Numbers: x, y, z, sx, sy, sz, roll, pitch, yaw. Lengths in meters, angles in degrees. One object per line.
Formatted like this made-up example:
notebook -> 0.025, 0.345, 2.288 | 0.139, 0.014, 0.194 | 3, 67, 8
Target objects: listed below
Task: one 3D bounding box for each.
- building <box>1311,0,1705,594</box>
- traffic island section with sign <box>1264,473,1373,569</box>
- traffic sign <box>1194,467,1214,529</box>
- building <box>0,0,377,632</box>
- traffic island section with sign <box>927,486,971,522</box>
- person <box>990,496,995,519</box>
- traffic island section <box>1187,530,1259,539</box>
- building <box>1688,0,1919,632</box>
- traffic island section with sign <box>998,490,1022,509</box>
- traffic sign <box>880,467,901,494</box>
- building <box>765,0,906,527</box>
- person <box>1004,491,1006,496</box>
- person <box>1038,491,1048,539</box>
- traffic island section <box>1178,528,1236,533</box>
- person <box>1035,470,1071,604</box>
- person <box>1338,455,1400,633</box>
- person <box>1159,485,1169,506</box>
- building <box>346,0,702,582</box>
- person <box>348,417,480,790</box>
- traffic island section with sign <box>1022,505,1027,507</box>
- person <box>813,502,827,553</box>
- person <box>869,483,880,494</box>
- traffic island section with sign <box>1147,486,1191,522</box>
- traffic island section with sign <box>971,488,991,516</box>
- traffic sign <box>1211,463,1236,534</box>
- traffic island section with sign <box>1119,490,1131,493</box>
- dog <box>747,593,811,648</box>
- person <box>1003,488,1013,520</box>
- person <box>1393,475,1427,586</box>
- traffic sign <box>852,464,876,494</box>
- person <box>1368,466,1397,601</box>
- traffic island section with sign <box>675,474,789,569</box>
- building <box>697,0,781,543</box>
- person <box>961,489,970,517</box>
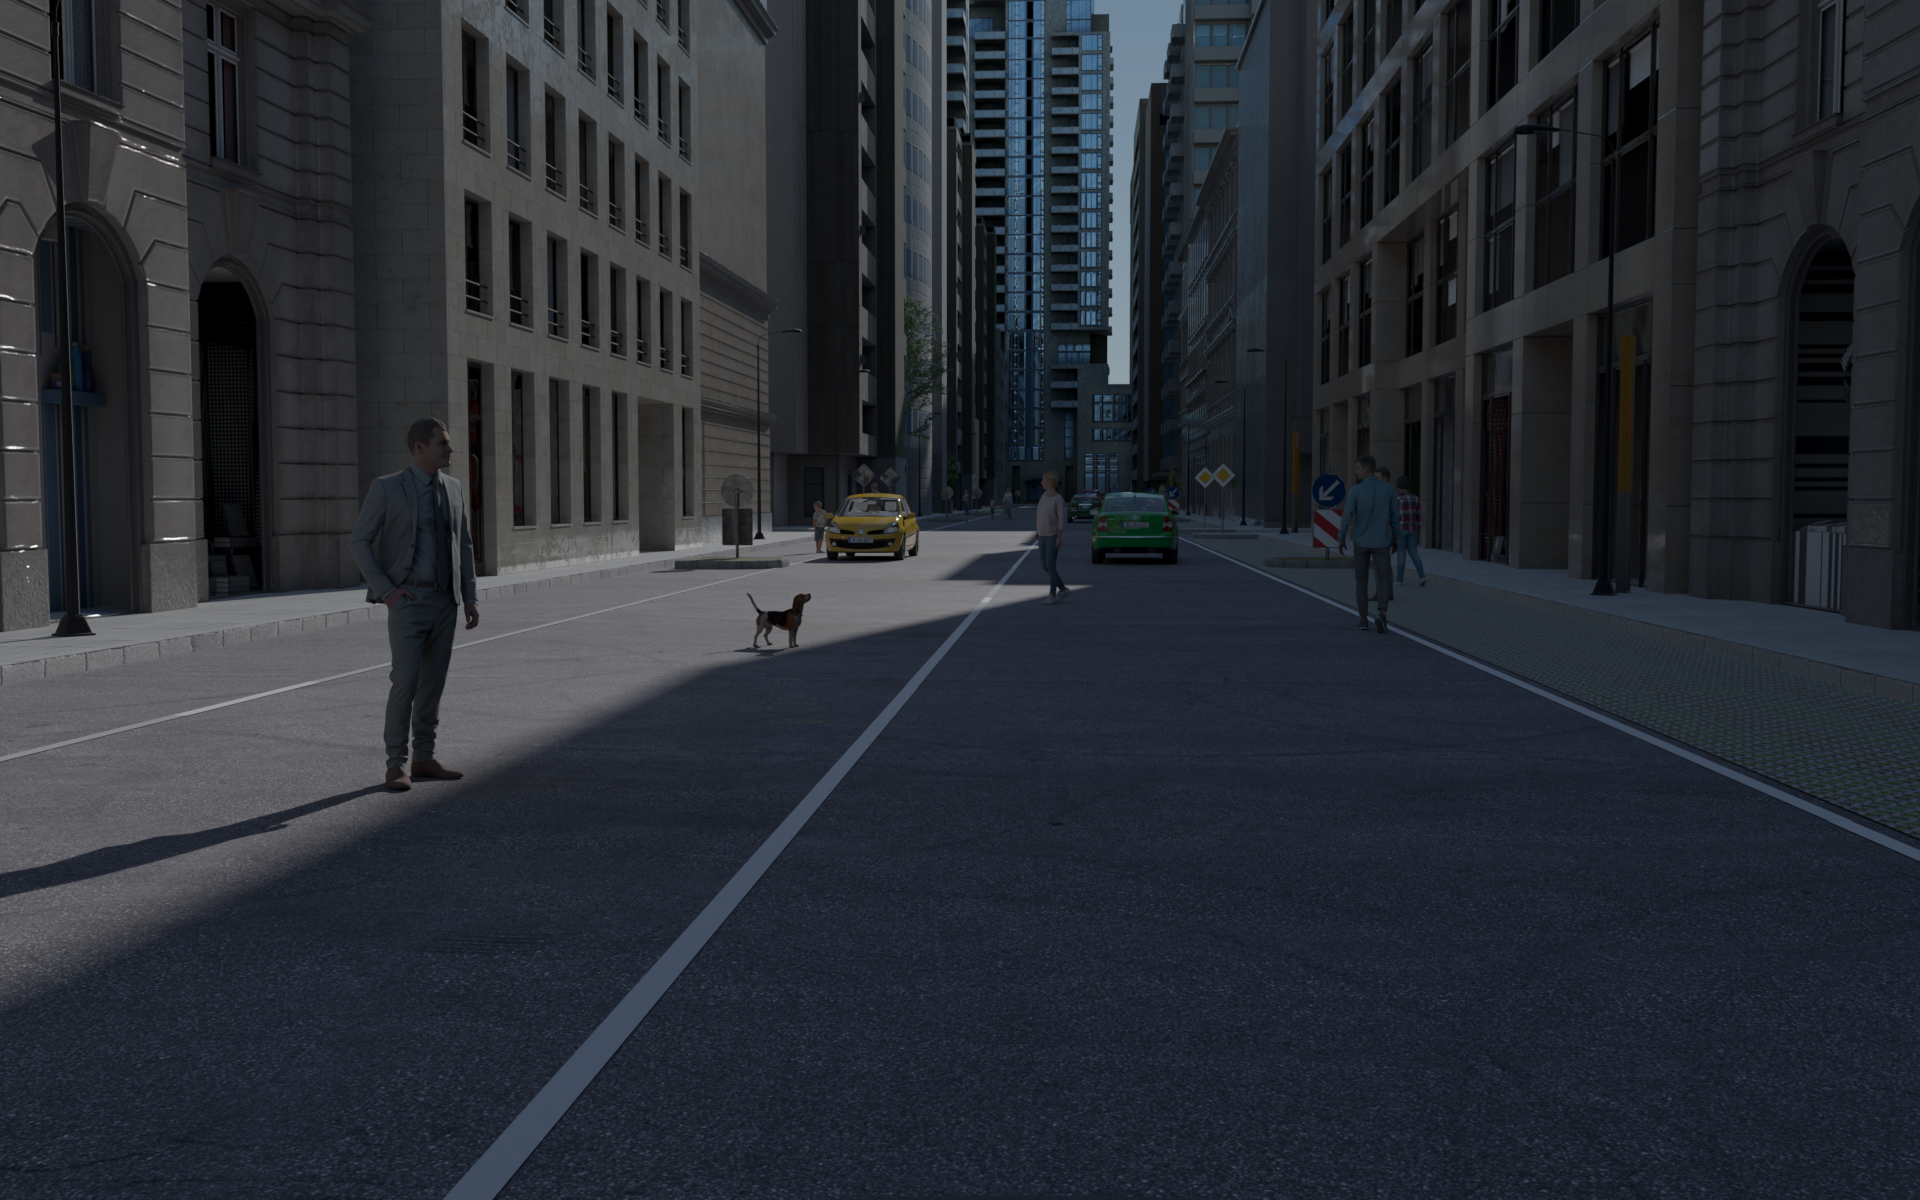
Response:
building -> 19.811, -14.268, 37.795 | 19.350, 26.468, 34.151 | 0, 4, 4
traffic island section with sign -> 7.032, -1.555, 34.057 | 1.989, 1.847, 2.006 | 0, 4, 4
traffic sign -> 9.057, -3.694, 64.047 | 0.795, 2.450, 0.064 | 0, 4, 4
building -> -14.968, -10.428, 12.302 | 13.314, 21.916, 24.055 | 0, 4, 4
traffic island section with sign -> -0.619, -4.943, 89.449 | 1.989, 1.847, 2.006 | 0, 4, 4
person -> 1.825, -5.202, 97.808 | 0.306, 1.304, 0.590 | 1, 4, 16
traffic island section -> 8.536, -2.072, 56.156 | 2.009, 0.180, 2.903 | 0, 4, 4
building -> 14.214, -10.238, 9.199 | 13.314, 21.916, 24.055 | 0, 4, 4
traffic island section with sign -> 4.683, -9.685, 166.976 | 1.989, 1.847, 2.006 | 0, 4, 4
traffic sign -> -2.609, -3.744, 64.862 | 0.795, 2.450, 0.064 | 0, 4, 4
building -> -9.915, -18.371, 72.061 | 14.160, 30.474, 14.107 | 0, 4, 4
person -> 4.181, -9.109, 158.344 | 0.530, 1.710, 0.541 | 2, 4, 24
person -> 2.627, -2.696, 52.600 | 0.620, 1.820, 0.660 | -1, 4, -21
traffic island section -> 9.081, -2.559, 64.122 | 2.009, 0.180, 2.903 | 0, 4, 4
person -> 1.221, -0.825, 22.662 | 0.598, 1.740, 0.731 | -3, 5, -40
person -> 4.262, -0.594, 18.069 | 0.638, 1.841, 0.748 | 1, 4, 14
person -> 8.337, -3.876, 72.057 | 0.709, 1.800, 0.728 | 0, 3, 0
building -> -11.992, -10.918, 33.266 | 10.420, 20.320, 16.860 | 0, 4, 4
person -> -2.696, -0.003, 8.648 | 0.391, 1.810, 0.635 | 2, 4, 28
traffic island section with sign -> 6.525, -11.330, 193.868 | 1.989, 1.847, 2.006 | 0, 4, 4
person -> -3.399, -1.769, 42.110 | 0.332, 1.250, 0.352 | 1, 4, 21
person -> -2.547, -2.575, 51.147 | 0.519, 1.759, 0.362 | -2, 4, -32
traffic island section with sign -> 10.759, -4.895, 88.664 | 1.989, 1.847, 2.006 | 0, 4, 4
traffic island section with sign -> 1.219, -6.594, 116.442 | 1.989, 1.847, 2.006 | 0, 4, 4
traffic sign -> 8.512, -3.207, 56.080 | 0.795, 2.450, 0.064 | 0, 4, 4
traffic island section with sign -> 17.874, -11.248, 192.533 | 1.989, 1.847, 2.006 | 0, 4, 4
dog -> -1.698, 0.185, 16.266 | 0.540, 0.507, 0.406 | -1, 4, -17
person -> 2.737, -5.428, 97.466 | 0.478, 1.798, 0.641 | 3, 4, 38
person -> 6.920, -1.072, 26.867 | 0.563, 1.720, 0.643 | -1, 4, -17
traffic sign -> -3.154, -3.257, 56.896 | 0.795, 2.450, 0.064 | 0, 4, 4
person -> 5.565, -0.885, 23.165 | 0.583, 1.804, 0.606 | 0, 4, -7
traffic island section with sign -> -4.412, -1.551, 33.988 | 1.989, 1.847, 2.006 | 0, 4, 4
building -> -23.284, -14.179, 50.917 | 34.723, 24.649, 14.460 | 0, 4, 4
person -> 0.388, -6.032, 107.711 | 0.643, 1.750, 0.593 | -2, 4, -28
